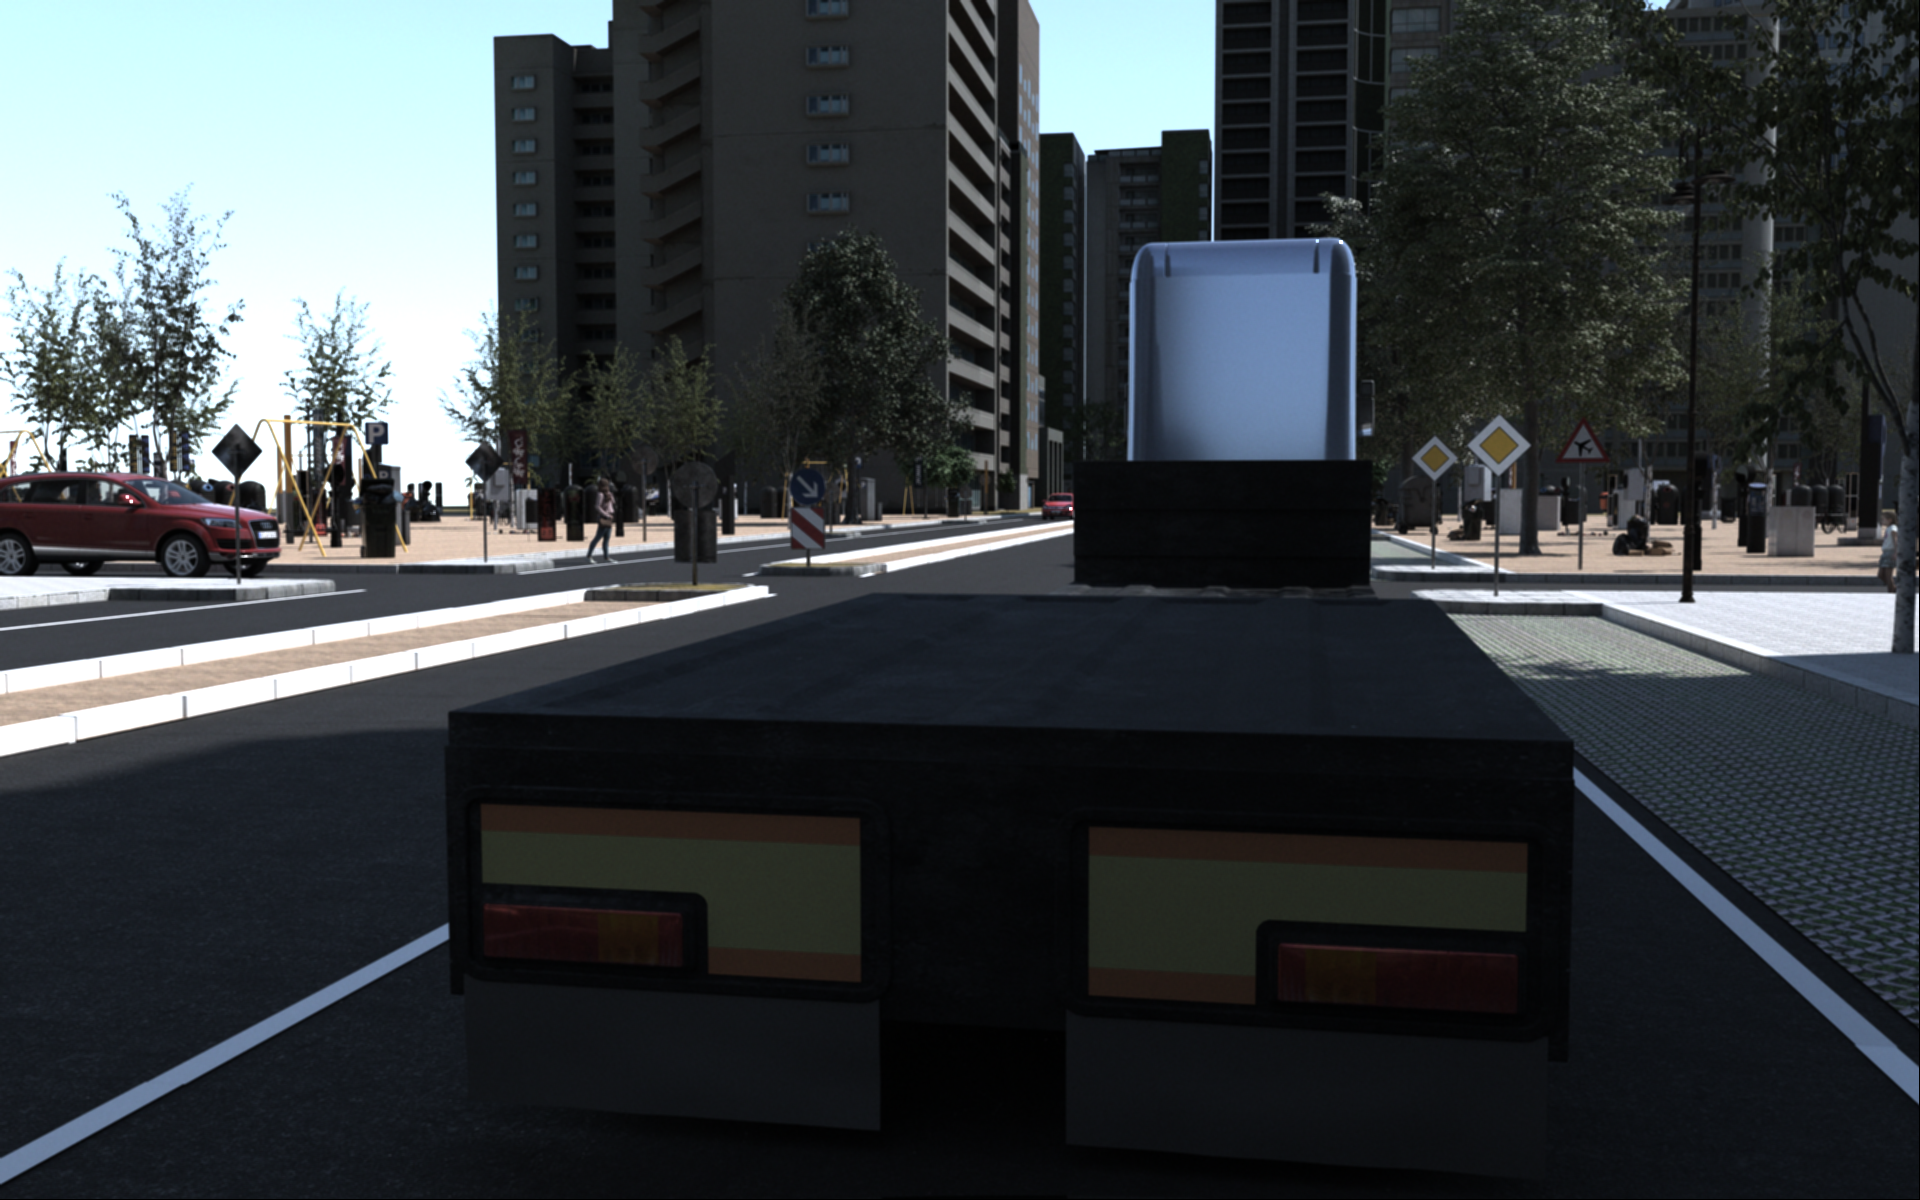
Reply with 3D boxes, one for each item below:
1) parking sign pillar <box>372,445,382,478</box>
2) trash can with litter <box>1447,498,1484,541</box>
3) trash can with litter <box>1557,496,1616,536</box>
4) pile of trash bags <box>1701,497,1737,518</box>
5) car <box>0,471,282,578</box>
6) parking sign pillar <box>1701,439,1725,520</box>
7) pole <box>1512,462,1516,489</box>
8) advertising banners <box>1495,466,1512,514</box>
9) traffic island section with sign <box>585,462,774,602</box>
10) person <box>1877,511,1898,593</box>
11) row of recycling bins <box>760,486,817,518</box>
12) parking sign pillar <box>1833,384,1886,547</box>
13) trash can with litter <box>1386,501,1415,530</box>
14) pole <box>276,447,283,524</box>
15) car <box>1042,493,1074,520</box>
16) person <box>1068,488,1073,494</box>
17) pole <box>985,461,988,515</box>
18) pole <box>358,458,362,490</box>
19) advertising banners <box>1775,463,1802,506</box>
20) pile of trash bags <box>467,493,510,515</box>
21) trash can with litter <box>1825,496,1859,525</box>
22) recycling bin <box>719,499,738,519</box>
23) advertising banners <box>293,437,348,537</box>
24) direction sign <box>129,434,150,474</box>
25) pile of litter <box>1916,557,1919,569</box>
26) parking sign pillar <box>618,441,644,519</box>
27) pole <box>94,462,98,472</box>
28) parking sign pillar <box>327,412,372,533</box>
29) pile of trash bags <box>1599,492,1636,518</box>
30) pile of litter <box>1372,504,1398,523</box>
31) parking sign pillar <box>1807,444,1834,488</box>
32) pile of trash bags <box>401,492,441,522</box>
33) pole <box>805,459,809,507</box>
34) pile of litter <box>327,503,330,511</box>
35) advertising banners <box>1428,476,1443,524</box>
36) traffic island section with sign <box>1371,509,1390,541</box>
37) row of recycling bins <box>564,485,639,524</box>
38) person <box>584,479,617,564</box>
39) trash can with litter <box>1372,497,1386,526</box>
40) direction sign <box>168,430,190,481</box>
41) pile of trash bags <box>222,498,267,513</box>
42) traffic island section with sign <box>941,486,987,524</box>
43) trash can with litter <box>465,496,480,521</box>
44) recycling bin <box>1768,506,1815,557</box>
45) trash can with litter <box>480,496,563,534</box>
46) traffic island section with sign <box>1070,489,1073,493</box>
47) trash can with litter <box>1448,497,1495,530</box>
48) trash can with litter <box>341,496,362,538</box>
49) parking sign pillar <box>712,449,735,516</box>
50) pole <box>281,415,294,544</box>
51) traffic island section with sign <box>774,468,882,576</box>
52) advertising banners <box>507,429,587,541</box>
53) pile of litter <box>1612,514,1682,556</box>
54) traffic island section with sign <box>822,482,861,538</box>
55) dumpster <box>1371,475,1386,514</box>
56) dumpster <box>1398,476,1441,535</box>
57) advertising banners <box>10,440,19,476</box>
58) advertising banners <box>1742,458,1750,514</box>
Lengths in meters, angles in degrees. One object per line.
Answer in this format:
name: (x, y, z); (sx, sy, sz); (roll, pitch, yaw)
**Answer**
parking sign pillar: (-25.165, -5.243, 74.203); (1.447, 3.967, 1.447); (0, 4, 1)
trash can with litter: (13.932, -2.230, 47.855); (0.624, 1.170, 1.055); (-3, 4, -36)
trash can with litter: (19.301, -2.580, 53.247); (2.233, 1.210, 1.678); (-1, 4, -10)
pile of trash bags: (41.963, -5.231, 95.272); (3.447, 1.369, 1.912); (-1, 4, -20)
car: (-14.286, -1.287, 29.710); (5.304, 1.827, 2.281); (1, 4, 9)
parking sign pillar: (37.290, -5.956, 85.853); (1.447, 3.967, 1.447); (-3, 5, -43)
pole: (26.936, -5.529, 84.244); (0.158, 3.312, 0.155); (0, 3, 0)
advertising banners: (30.691, -6.222, 97.919); (2.074, 3.025, 0.090); (-3, 4, -36)
traffic island section with sign: (-3.839, -0.958, 23.802); (2.006, 1.907, 1.989); (1, 4, 10)
person: (12.409, -0.579, 22.986); (0.382, 1.210, 0.505); (1, 4, 14)
row of recycling bins: (-9.105, -5.233, 92.672); (3.534, 1.692, 1.069); (-3, 5, -43)
parking sign pillar: (22.601, -3.330, 42.920); (1.447, 3.967, 1.447); (2, 4, 33)
trash can with litter: (15.736, -3.055, 61.333); (0.624, 1.170, 1.055); (-1, 4, -14)
pole: (-29.159, -4.919, 74.264); (0.158, 3.312, 0.155); (0, 3, 0)
car: (5.743, -5.415, 97.579); (2.155, 1.783, 4.494); (1, 4, 12)
person: (7.319, -6.563, 115.770); (1.348, 1.831, 0.705); (0, 4, -6)
pole: (1.598, -6.817, 105.305); (0.158, 3.312, 0.155); (0, 3, 0)
pole: (-33.904, -6.367, 97.935); (0.158, 3.312, 0.155); (0, 3, 0)
advertising banners: (46.675, -6.231, 98.068); (0.090, 3.025, 2.074); (-2, 4, -31)
pile of trash bags: (-28.670, -5.825, 104.987); (3.447, 1.369, 1.912); (2, 4, 35)
trash can with litter: (36.699, -3.717, 71.829); (2.233, 1.210, 1.678); (2, 4, 35)
recycling bin: (-11.753, -4.605, 87.852); (0.722, 1.027, 0.722); (1, 4, 22)
advertising banners: (-19.449, -3.441, 52.449); (0.090, 3.025, 2.074); (3, 5, 40)
direction sign: (-31.264, -4.529, 66.046); (0.379, 3.537, 0.876); (2, 4, 26)
pile of litter: (16.641, -0.958, 29.629); (1.176, 0.858, 1.719); (2, 4, 33)
parking sign pillar: (-16.738, -6.100, 88.199); (1.447, 3.967, 1.447); (-3, 4, -37)
pole: (-54.169, -7.020, 108.623); (0.158, 3.312, 0.155); (0, 3, 0)
parking sign pillar: (-20.488, -4.225, 57.551); (1.447, 3.967, 1.447); (-1, 4, -23)
pile of trash bags: (36.388, -5.159, 94.107); (3.447, 1.369, 1.912); (0, 4, -7)
pile of litter: (19.237, -3.954, 78.613); (1.719, 0.858, 1.176); (-2, 4, -32)
parking sign pillar: (44.034, -6.119, 88.519); (1.447, 3.967, 1.447); (0, 4, 7)
pile of trash bags: (-25.637, -4.259, 79.379); (1.912, 1.369, 3.447); (2, 4, 32)
pole: (-7.748, -5.745, 87.769); (0.158, 3.312, 0.155); (0, 3, 0)
pile of litter: (-36.519, -5.315, 100.860); (1.719, 0.858, 1.176); (-2, 4, -30)
advertising banners: (20.320, -4.766, 74.104); (0.090, 3.025, 2.074); (0, 4, -1)
traffic island section with sign: (12.308, -2.766, 53.846); (1.989, 1.847, 2.006); (1, 4, 10)
row of recycling bins: (-15.680, -4.211, 75.969); (3.534, 1.692, 1.069); (-3, 5, -42)
person: (-7.424, -1.631, 35.751); (0.643, 1.750, 0.593); (0, 4, -3)
trash can with litter: (17.077, -3.578, 69.895); (1.055, 1.170, 0.624); (-3, 5, -43)
direction sign: (-27.552, -4.231, 61.175); (0.379, 3.537, 0.876); (1, 4, 22)
pile of trash bags: (-39.355, -5.247, 95.536); (1.912, 1.369, 3.447); (-1, 4, -12)
traffic island section with sign: (0.245, -4.593, 83.731); (1.989, 1.847, 2.006); (1, 4, 10)
trash can with litter: (-23.598, -4.480, 84.312); (1.678, 1.210, 2.233); (0, 4, -1)
recycling bin: (17.129, -1.415, 35.686); (0.722, 1.027, 0.722); (1, 4, 10)
trash can with litter: (-14.252, -2.763, 56.236); (2.233, 1.210, 1.678); (-1, 4, -21)
traffic island section with sign: (8.755, -7.611, 133.061); (1.989, 1.847, 2.006); (1, 4, 10)
trash can with litter: (18.848, -3.173, 62.941); (1.678, 1.210, 2.233); (-3, 5, -42)
trash can with litter: (-17.658, -2.474, 51.505); (1.678, 1.210, 2.233); (2, 4, 35)
parking sign pillar: (-13.983, -6.976, 102.533); (1.447, 3.967, 1.447); (-2, 4, -24)
pole: (-17.267, -3.101, 44.543); (0.158, 3.312, 0.155); (0, 3, 0)
traffic island section with sign: (-2.569, -1.404, 31.100); (2.006, 1.907, 1.989); (1, 4, 10)
advertising banners: (-11.206, -3.110, 47.035); (2.074, 3.025, 0.090); (0, 4, -7)
pile of litter: (14.457, -1.370, 36.369); (1.719, 0.858, 1.176); (-1, 4, -15)
traffic island section with sign: (-4.337, -2.969, 57.167); (1.989, 1.847, 2.006); (1, 4, 10)
dumpster: (19.269, -4.845, 81.712); (1.502, 2.255, 1.985); (1, 4, 10)
dumpster: (14.750, -3.048, 55.589); (1.264, 1.857, 1.865); (1, 4, 10)
advertising banners: (-30.977, -3.661, 56.045); (0.090, 3.025, 2.074); (0, 4, 0)
advertising banners: (33.726, -4.774, 74.241); (0.090, 3.025, 2.074); (2, 4, 31)
